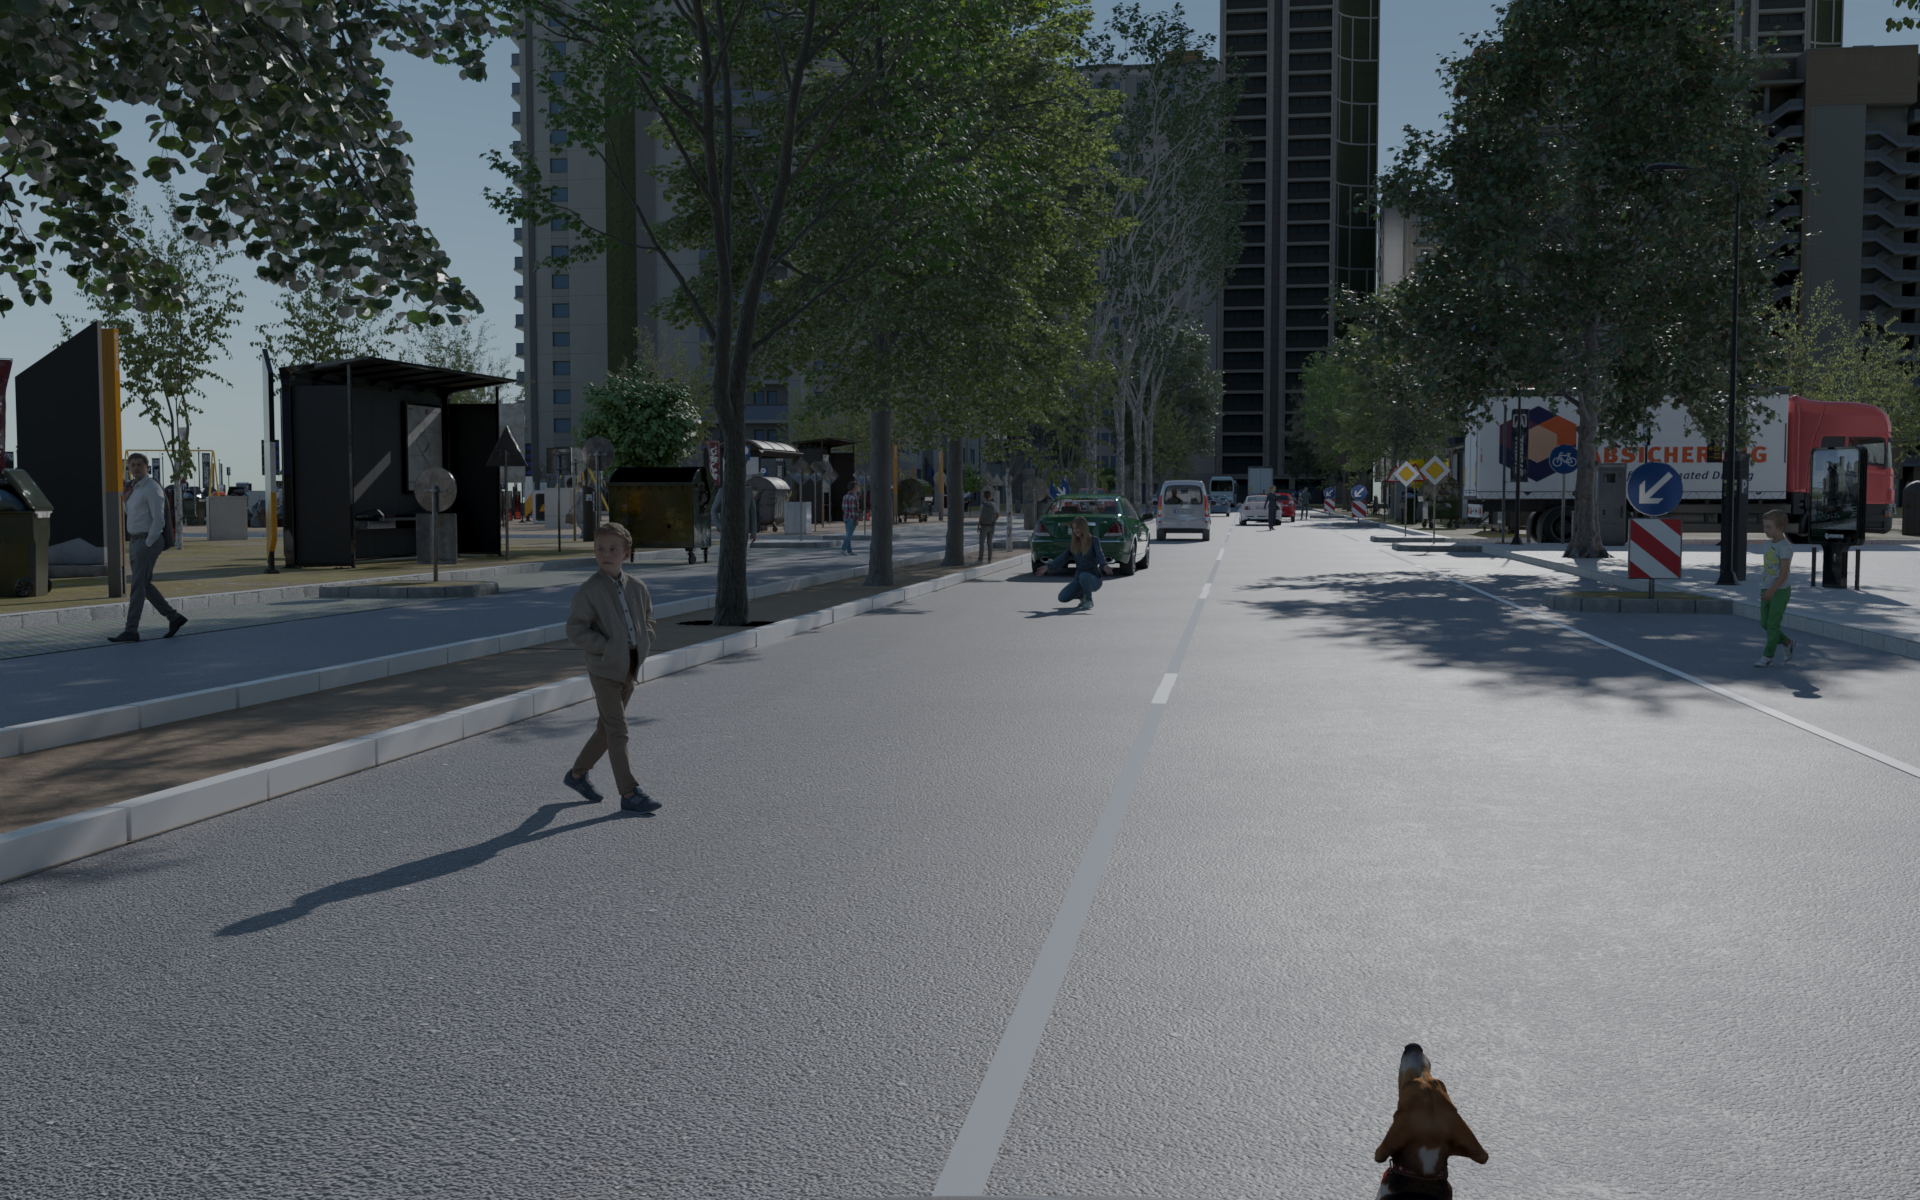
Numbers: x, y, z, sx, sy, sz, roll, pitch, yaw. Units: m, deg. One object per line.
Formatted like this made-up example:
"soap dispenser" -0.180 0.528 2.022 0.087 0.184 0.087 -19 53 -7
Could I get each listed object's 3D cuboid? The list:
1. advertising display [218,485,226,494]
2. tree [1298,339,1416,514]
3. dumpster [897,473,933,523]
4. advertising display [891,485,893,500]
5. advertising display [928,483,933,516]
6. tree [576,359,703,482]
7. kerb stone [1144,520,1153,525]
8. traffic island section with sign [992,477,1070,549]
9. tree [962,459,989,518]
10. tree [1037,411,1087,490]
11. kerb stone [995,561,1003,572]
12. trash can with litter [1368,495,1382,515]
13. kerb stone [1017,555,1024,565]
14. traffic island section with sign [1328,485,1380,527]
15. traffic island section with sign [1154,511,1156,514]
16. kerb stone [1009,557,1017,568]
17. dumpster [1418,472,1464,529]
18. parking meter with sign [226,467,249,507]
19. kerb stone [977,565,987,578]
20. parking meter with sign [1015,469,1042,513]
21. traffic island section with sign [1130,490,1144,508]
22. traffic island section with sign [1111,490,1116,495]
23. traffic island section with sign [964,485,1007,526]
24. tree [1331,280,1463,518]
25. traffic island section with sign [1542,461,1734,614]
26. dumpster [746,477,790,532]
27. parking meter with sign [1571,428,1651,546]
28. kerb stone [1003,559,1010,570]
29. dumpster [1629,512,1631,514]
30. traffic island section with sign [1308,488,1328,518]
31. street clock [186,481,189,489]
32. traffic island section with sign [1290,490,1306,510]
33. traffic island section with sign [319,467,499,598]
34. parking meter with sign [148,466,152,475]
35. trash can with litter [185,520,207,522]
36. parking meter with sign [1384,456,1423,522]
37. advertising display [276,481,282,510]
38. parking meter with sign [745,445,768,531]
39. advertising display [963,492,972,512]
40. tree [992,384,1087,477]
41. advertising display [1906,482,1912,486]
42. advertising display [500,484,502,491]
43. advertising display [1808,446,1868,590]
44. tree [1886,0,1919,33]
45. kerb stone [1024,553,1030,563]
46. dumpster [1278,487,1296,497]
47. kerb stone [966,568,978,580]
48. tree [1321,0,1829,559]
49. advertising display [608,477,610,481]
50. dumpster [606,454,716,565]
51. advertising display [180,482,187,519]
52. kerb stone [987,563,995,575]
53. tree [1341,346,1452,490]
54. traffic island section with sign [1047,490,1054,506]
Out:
"advertising display" -49.905 -6.840 117.043 0.974 1.923 0.123 3 5 39
"tree" 26.013 -11.404 112.211 9.928 11.665 9.643 0 3 0
"dumpster" -2.120 -4.627 78.141 1.502 2.255 1.985 1 4 9
"advertising display" -4.742 -7.098 121.266 0.974 1.923 0.123 1 4 17
"advertising display" -1.813 -5.896 101.617 0.123 1.923 0.974 1 4 20
"tree" -7.845 -3.577 42.206 4.285 4.588 4.351 0 3 0
"kerb stone" 9.042 -3.719 83.048 0.120 0.150 1.000 1 4 9
"traffic island section with sign" 1.930 -2.328 46.205 2.006 1.907 1.989 1 4 9
"tree" 0.532 -6.086 94.112 1.663 3.219 1.824 0 3 0
"tree" 7.374 -10.980 129.886 4.360 8.622 3.978 0 3 0
"kerb stone" 0.617 -0.588 31.866 0.120 0.150 1.000 1 4 9
"trash can with litter" 24.934 -5.724 104.648 1.678 1.210 2.233 2 4 25
"kerb stone" 1.115 -0.777 34.906 0.120 0.150 1.000 1 4 9
"traffic island section with sign" 17.448 -4.147 76.437 1.989 1.847 2.006 1 4 9
"traffic island section with sign" 15.354 -7.310 127.656 2.006 1.907 1.989 1 4 9
"kerb stone" 0.949 -0.710 33.894 0.120 0.150 1.000 1 4 9
"dumpster" 18.109 -3.838 65.245 1.502 2.255 1.985 1 4 9
"parking meter with sign" -46.191 -7.047 111.476 1.738 3.016 0.543 0 4 -6
"kerb stone" 0.285 -0.468 29.842 0.120 0.150 1.000 1 4 9
"parking meter with sign" 4.574 -7.338 116.232 1.738 3.016 0.543 1 4 9
"traffic island section with sign" 18.290 -10.615 182.185 1.989 1.847 2.006 1 4 9
"traffic island section with sign" 13.899 -8.988 155.589 1.989 1.847 2.006 1 4 9
"traffic island section with sign" 1.289 -4.310 79.100 1.989 1.847 2.006 1 4 9
"tree" 23.600 -10.658 92.385 7.486 12.596 7.792 0 3 0
"traffic island section with sign" 8.449 -0.806 21.804 1.989 1.847 2.006 1 4 9
"dumpster" -6.613 -3.254 58.969 1.264 1.857 1.865 1 4 10
"parking meter with sign" 16.110 -2.853 42.914 1.738 3.016 0.543 1 4 11
"kerb stone" 0.782 -0.653 32.876 0.120 0.150 1.000 1 4 9
"dumpster" 20.340 -3.183 54.534 1.502 2.255 1.985 1 4 9
"traffic island section with sign" 21.837 -5.774 103.034 1.989 1.847 2.006 1 4 9
"street clock" -41.894 -5.440 93.517 0.358 2.002 0.471 3 5 44
"traffic island section with sign" 30.074 -8.833 153.046 1.989 1.847 2.006 1 4 9
"traffic island section with sign" -7.694 -0.977 24.607 1.989 1.847 2.006 1 4 9
"parking meter with sign" -50.118 -6.731 106.320 0.543 3.016 1.738 -3 4 -39
"trash can with litter" -34.954 -4.133 78.629 1.678 1.210 2.233 1 4 18
"parking meter with sign" 20.341 -5.088 79.449 1.738 3.016 0.543 1 4 17
"advertising display" -32.861 -4.768 83.164 0.123 1.923 0.974 3 4 38
"parking meter with sign" -7.289 -3.959 60.983 0.543 3.016 1.738 -2 4 -32
"advertising display" 0.383 -7.289 124.391 0.974 1.923 0.123 -2 4 -28
"tree" 5.517 -11.509 122.586 7.601 10.594 8.767 1 4 21
"advertising display" 49.428 -5.157 89.528 0.974 1.923 0.123 1 4 14
"advertising display" -28.534 -6.173 106.142 0.974 1.923 0.123 1 4 13
"advertising display" 11.921 -1.122 23.551 0.123 1.923 0.974 -1 4 -12
"tree" 10.366 -3.970 15.266 4.737 8.622 4.395 0 3 0
"kerb stone" 1.287 -0.839 35.914 0.120 0.150 1.000 1 4 9
"dumpster" 36.715 -11.601 194.624 1.985 2.255 1.502 1 4 9
"kerb stone" 0.117 -0.406 28.833 0.120 0.150 1.000 1 4 9
"tree" 12.541 -7.188 34.528 9.611 12.733 9.660 0 3 0
"advertising display" -11.081 -3.172 57.074 0.974 1.923 0.123 -1 4 -10
"dumpster" -6.126 -1.866 35.465 1.985 2.255 1.502 1 4 10
"advertising display" -40.267 -5.178 89.870 0.123 1.923 0.974 -1 4 -11
"kerb stone" 0.449 -0.528 30.853 0.120 0.150 1.000 1 4 9
"tree" 21.220 -8.127 83.240 4.360 8.622 3.978 0 3 0
"traffic island section with sign" 5.681 -5.937 105.696 1.989 1.847 2.006 1 4 9
